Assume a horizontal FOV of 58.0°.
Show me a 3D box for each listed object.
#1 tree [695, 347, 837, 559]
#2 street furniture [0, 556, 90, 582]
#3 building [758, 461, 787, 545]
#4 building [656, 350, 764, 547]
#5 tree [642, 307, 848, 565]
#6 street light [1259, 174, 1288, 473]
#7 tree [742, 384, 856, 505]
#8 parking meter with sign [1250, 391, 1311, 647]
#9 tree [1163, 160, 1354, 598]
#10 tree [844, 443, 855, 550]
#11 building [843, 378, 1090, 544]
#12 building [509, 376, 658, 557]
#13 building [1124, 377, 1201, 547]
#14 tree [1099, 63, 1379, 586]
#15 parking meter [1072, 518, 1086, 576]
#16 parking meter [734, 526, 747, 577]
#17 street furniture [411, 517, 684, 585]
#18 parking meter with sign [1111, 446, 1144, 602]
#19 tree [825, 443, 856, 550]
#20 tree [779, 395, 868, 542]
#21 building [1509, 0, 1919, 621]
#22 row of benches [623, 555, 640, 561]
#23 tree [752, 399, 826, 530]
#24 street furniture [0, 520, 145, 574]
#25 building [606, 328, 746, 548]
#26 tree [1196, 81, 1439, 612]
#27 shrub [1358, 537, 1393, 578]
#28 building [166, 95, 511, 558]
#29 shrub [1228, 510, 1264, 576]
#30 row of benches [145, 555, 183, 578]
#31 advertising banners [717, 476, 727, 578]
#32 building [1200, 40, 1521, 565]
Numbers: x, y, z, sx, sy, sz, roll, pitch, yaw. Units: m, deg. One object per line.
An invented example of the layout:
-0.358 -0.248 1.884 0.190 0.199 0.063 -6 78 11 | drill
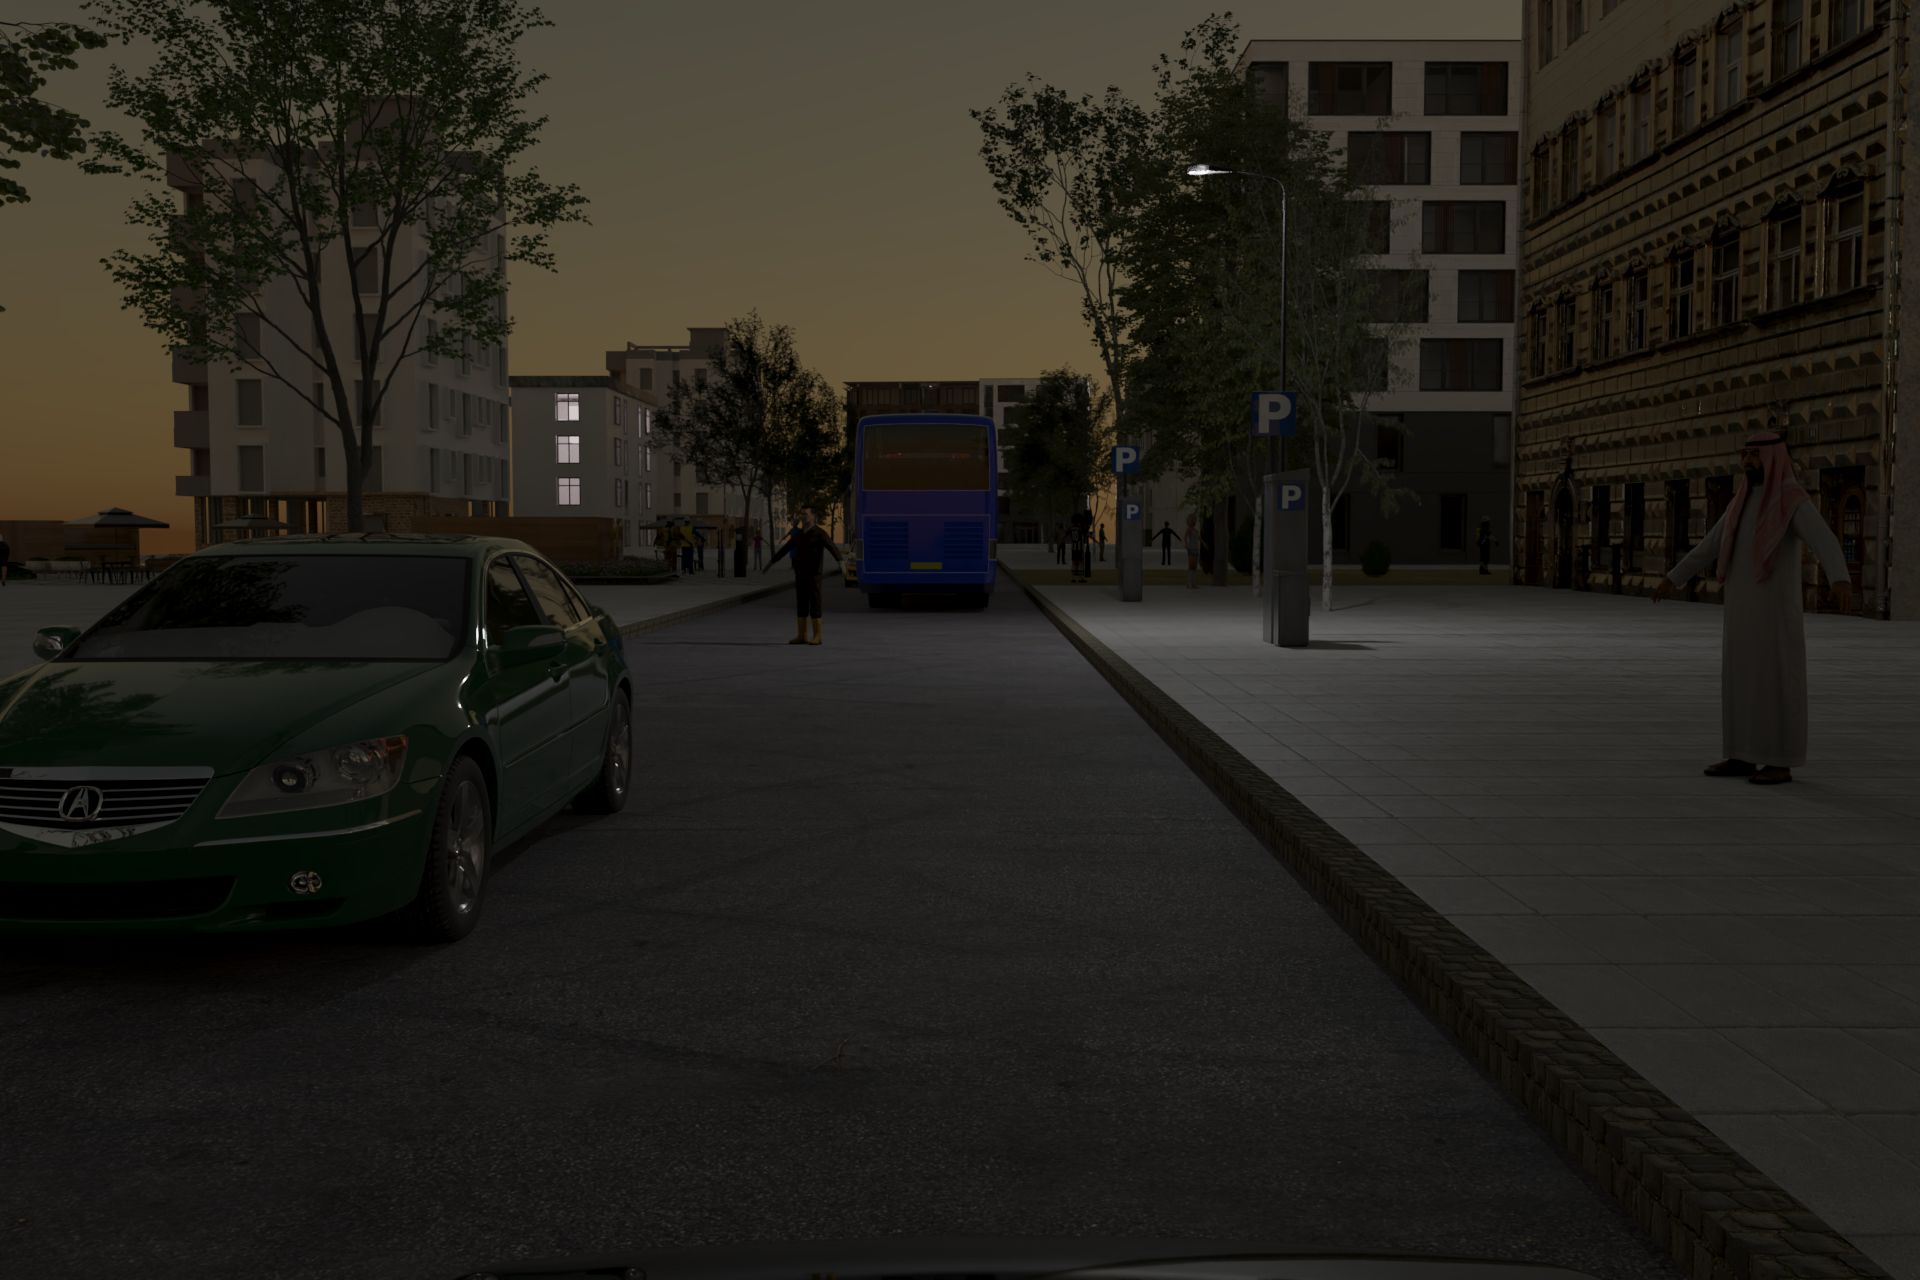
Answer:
-9.456 -9.176 84.435 7.601 10.594 8.767 0 4 -1 | tree
-29.782 -2.041 49.002 10.072 0.657 5.734 1 4 20 | street furniture
-25.479 -16.427 210.728 9.099 9.664 28.070 0 4 1 | building
-26.900 -19.728 178.968 16.016 20.090 11.380 0 4 1 | building
-8.998 -8.411 71.925 8.767 10.594 7.601 -1 4 -9 | tree
4.627 -3.018 21.887 1.470 5.913 1.316 0 3 0 | street light
-9.371 -10.431 104.961 7.601 10.594 8.767 1 4 22 | tree
3.818 -1.477 20.407 0.543 3.016 1.738 0 4 1 | parking meter with sign
6.009 -5.175 34.971 4.737 8.622 4.395 0 3 0 | tree
-9.242 -11.640 140.674 4.360 8.622 3.978 0 3 0 | tree
1.497 -24.060 239.815 32.646 21.610 27.936 0 4 5 | building
-22.988 -10.017 105.920 9.099 9.664 28.070 0 4 1 | building
27.029 -19.295 181.935 16.747 18.905 31.486 0 4 0 | building
6.768 -7.606 42.492 7.486 12.596 7.792 0 3 0 | tree
3.642 -2.897 53.078 0.399 1.863 0.255 0 4 0 | parking meter
-6.561 -2.646 51.670 0.372 1.533 0.369 0 3 0 | parking meter
-10.646 -2.354 45.339 11.010 1.723 9.812 0 4 -4 | street furniture
3.270 -2.275 33.456 0.543 3.016 1.738 0 4 0 | parking meter with sign
-8.374 -10.759 126.274 4.737 8.622 4.395 0 3 0 | tree
-8.592 -10.999 114.246 8.767 10.594 7.601 1 4 11 | tree
22.994 -12.405 33.756 19.493 23.208 18.063 0 4 1 | building
-11.535 -2.263 52.457 4.104 0.672 1.422 0 4 7 | row of benches
-8.875 -8.735 93.185 4.360 8.622 3.978 0 3 0 | tree
-32.022 -3.218 59.462 11.010 1.723 9.812 -2 4 -35 | street furniture
-26.310 -18.558 159.835 16.016 20.090 11.380 0 4 0 | building
6.212 -4.790 28.680 4.360 8.622 3.978 0 3 0 | tree
12.285 -2.451 51.183 1.383 1.207 1.383 0 3 0 | shrub
-28.241 -13.436 76.105 16.016 20.090 11.380 0 4 1 | building
9.067 -3.009 53.612 1.690 2.028 1.600 0 3 0 | shrub
-21.742 -2.177 51.054 4.104 0.672 1.422 -1 4 -21 | row of benches
-7.069 -3.385 51.529 0.090 3.025 2.074 0 4 -1 | advertising banners
25.916 -14.944 88.303 27.936 21.610 32.646 0 3 0 | building
